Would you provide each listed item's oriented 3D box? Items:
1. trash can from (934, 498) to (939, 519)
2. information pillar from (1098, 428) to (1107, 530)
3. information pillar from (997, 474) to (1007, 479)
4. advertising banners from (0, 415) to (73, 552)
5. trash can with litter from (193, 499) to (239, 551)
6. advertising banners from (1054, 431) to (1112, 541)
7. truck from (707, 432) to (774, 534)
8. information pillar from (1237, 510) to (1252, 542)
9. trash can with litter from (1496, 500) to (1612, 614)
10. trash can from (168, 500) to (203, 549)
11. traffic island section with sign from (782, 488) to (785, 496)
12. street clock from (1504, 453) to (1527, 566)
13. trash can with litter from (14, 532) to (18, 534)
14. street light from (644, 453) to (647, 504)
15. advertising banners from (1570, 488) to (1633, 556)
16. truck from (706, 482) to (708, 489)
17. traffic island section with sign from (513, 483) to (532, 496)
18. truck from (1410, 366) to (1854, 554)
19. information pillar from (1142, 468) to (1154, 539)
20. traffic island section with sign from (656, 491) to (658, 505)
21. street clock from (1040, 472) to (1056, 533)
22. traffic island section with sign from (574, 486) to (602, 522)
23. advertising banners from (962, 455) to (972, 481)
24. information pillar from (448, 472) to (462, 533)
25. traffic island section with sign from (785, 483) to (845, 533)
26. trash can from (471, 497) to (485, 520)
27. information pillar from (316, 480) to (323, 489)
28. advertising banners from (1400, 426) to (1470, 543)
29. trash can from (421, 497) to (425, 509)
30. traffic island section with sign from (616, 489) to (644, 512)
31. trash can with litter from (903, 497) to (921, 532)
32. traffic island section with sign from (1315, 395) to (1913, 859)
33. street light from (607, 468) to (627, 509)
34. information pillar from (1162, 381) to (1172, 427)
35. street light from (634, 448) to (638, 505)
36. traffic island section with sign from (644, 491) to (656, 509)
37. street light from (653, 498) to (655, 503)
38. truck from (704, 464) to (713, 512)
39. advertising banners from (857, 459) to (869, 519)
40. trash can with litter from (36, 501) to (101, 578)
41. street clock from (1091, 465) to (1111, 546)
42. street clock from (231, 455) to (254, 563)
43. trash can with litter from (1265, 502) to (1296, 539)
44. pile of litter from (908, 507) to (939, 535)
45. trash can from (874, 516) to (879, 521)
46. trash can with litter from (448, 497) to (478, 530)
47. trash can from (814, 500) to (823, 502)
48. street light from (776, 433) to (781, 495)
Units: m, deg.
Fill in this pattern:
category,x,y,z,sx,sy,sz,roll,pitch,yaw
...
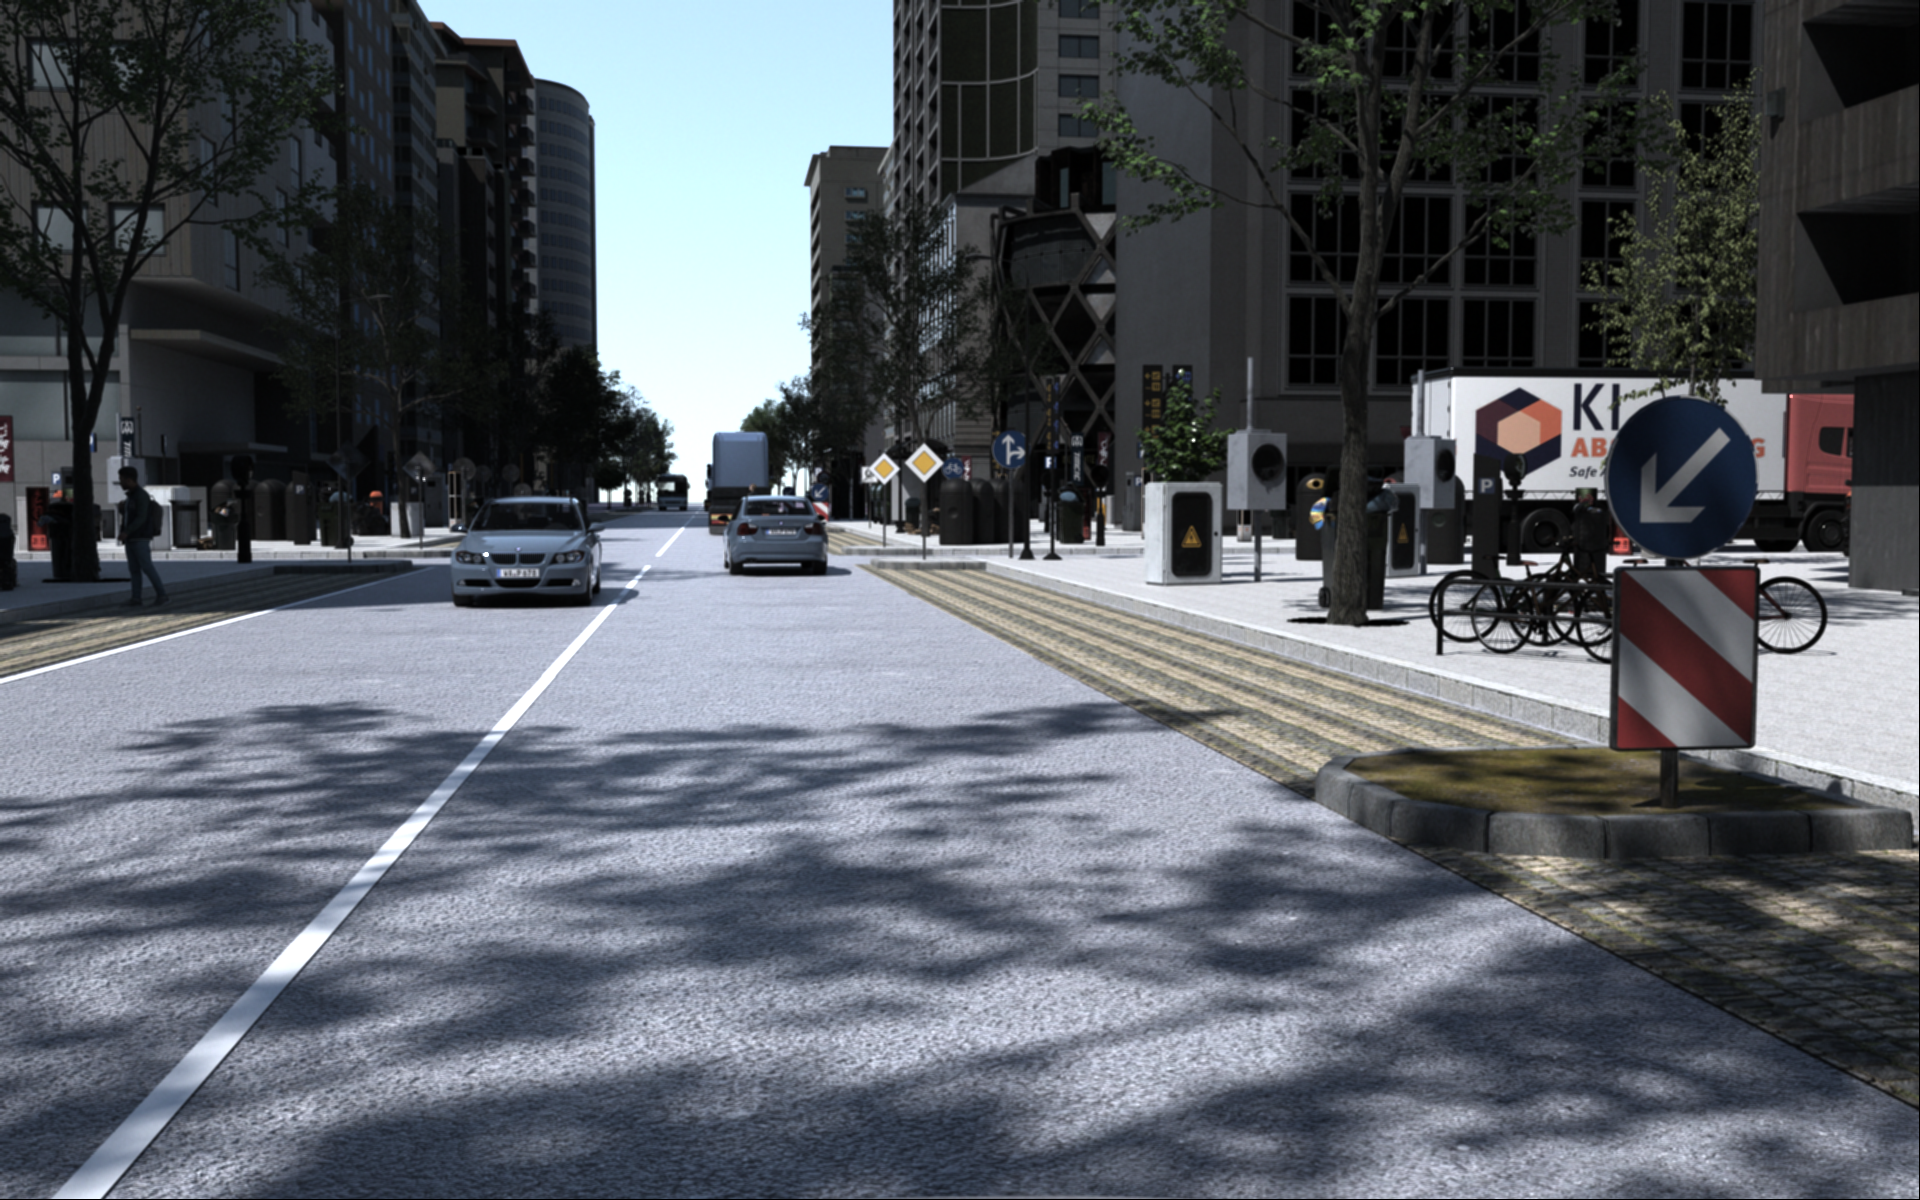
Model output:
category,x,y,z,sx,sy,sz,roll,pitch,yaw
trash can,-0.531,-2.915,59.319,0.748,1.137,0.748,0,3,0
information pillar,5.074,-4.316,61.919,0.183,3.616,0.504,-2,4,-25
information pillar,1.568,-3.677,64.617,0.304,2.012,0.304,-1,4,-13
advertising banners,-20.550,-2.596,38.631,2.074,3.025,0.090,0,4,-5
trash can with litter,-16.971,-1.714,39.414,1.055,1.170,0.624,1,4,13
advertising banners,3.413,-3.167,47.961,2.074,3.025,0.090,-3,4,-36
truck,-8.742,-4.867,69.335,2.967,4.110,18.799,0,4,-8
information pillar,7.633,-2.564,46.416,0.304,2.012,0.304,-1,4,-17
trash can with litter,6.646,-0.497,19.178,2.233,1.210,1.678,-2,4,-35
trash can,-18.251,-1.785,40.837,0.748,1.137,0.748,0,3,0
traffic island section with sign,-9.123,-5.036,90.962,1.989,1.847,2.006,0,4,-8
street clock,9.919,-1.615,30.978,0.358,2.002,0.471,3,5,43
trash can with litter,-30.771,-2.775,56.434,1.678,1.210,2.233,2,4,34
street light,-36.428,-13.784,197.907,1.470,5.913,1.316,0,4,-8
advertising banners,13.779,-2.440,36.082,2.074,3.025,0.090,3,5,40
truck,-29.840,-13.463,216.047,3.469,3.379,9.791,-1,4,-9
traffic island section with sign,-15.677,-3.278,62.216,1.989,1.847,2.006,0,4,-8
truck,16.179,-3.113,39.817,11.283,4.237,2.839,0,4,-6
information pillar,5.323,-2.726,49.056,0.304,2.012,0.304,1,4,16
traffic island section with sign,-37.973,-12.870,219.056,1.989,1.847,2.006,0,4,-8
street clock,2.926,-3.240,57.538,0.471,2.002,0.358,-2,4,-23
traffic island section with sign,-19.515,-4.932,89.263,1.989,1.847,2.006,0,4,-8
advertising banners,0.954,-4.992,77.803,2.074,3.025,0.090,2,4,32
information pillar,-16.855,-3.264,57.853,0.304,2.012,0.304,2,4,29
traffic island section with sign,-5.346,-3.403,64.271,1.989,1.847,2.006,0,4,-8
trash can,-20.928,-3.874,74.989,0.748,1.137,0.748,0,3,0
information pillar,-34.211,-5.387,92.573,0.304,2.012,0.304,0,4,-4
advertising banners,12.311,-2.980,44.912,2.074,3.025,0.090,-1,4,-16
trash can,-29.056,-5.015,93.657,0.748,1.137,0.748,0,3,0
traffic island section with sign,-26.581,-7.970,138.929,1.989,1.847,2.006,0,4,-8
trash can with litter,-1.587,-2.896,58.736,0.624,1.170,1.055,0,4,6
traffic island section with sign,2.695,0.055,7.728,1.989,1.847,2.006,0,4,-8
street light,-28.976,-10.570,145.356,1.470,5.913,1.316,0,4,-8
information pillar,4.064,-2.555,33.124,0.183,3.616,0.504,-3,4,-36
street light,-33.200,-12.392,175.155,1.470,5.913,1.316,0,4,-8
traffic island section with sign,-30.435,-9.625,165.988,1.989,1.847,2.006,0,4,-8
street light,-40.641,-15.584,227.346,1.470,5.913,1.316,0,4,-8
truck,-20.587,-9.738,148.970,2.967,4.110,18.799,0,4,-7
advertising banners,-4.525,-5.602,87.775,0.090,3.025,2.074,3,4,39
trash can with litter,-13.727,-0.939,26.742,0.624,1.170,1.055,0,4,-6
street clock,3.470,-2.334,42.728,0.471,2.002,0.358,1,4,15
street clock,-13.326,-1.690,32.209,0.358,2.002,0.471,0,4,3
trash can with litter,9.240,-2.324,49.392,1.055,1.170,0.624,-3,5,-44
pile of litter,-0.955,-2.522,55.198,1.176,0.858,1.719,-2,4,-35
trash can,-3.778,-4.314,82.192,0.748,1.137,0.748,0,3,0
trash can with litter,-17.820,-3.100,62.074,0.624,1.170,1.055,2,4,25
trash can,-8.077,-5.384,99.676,0.748,1.137,0.748,0,3,0
street light,-13.344,-9.799,132.756,1.470,5.913,1.316,0,4,-8
